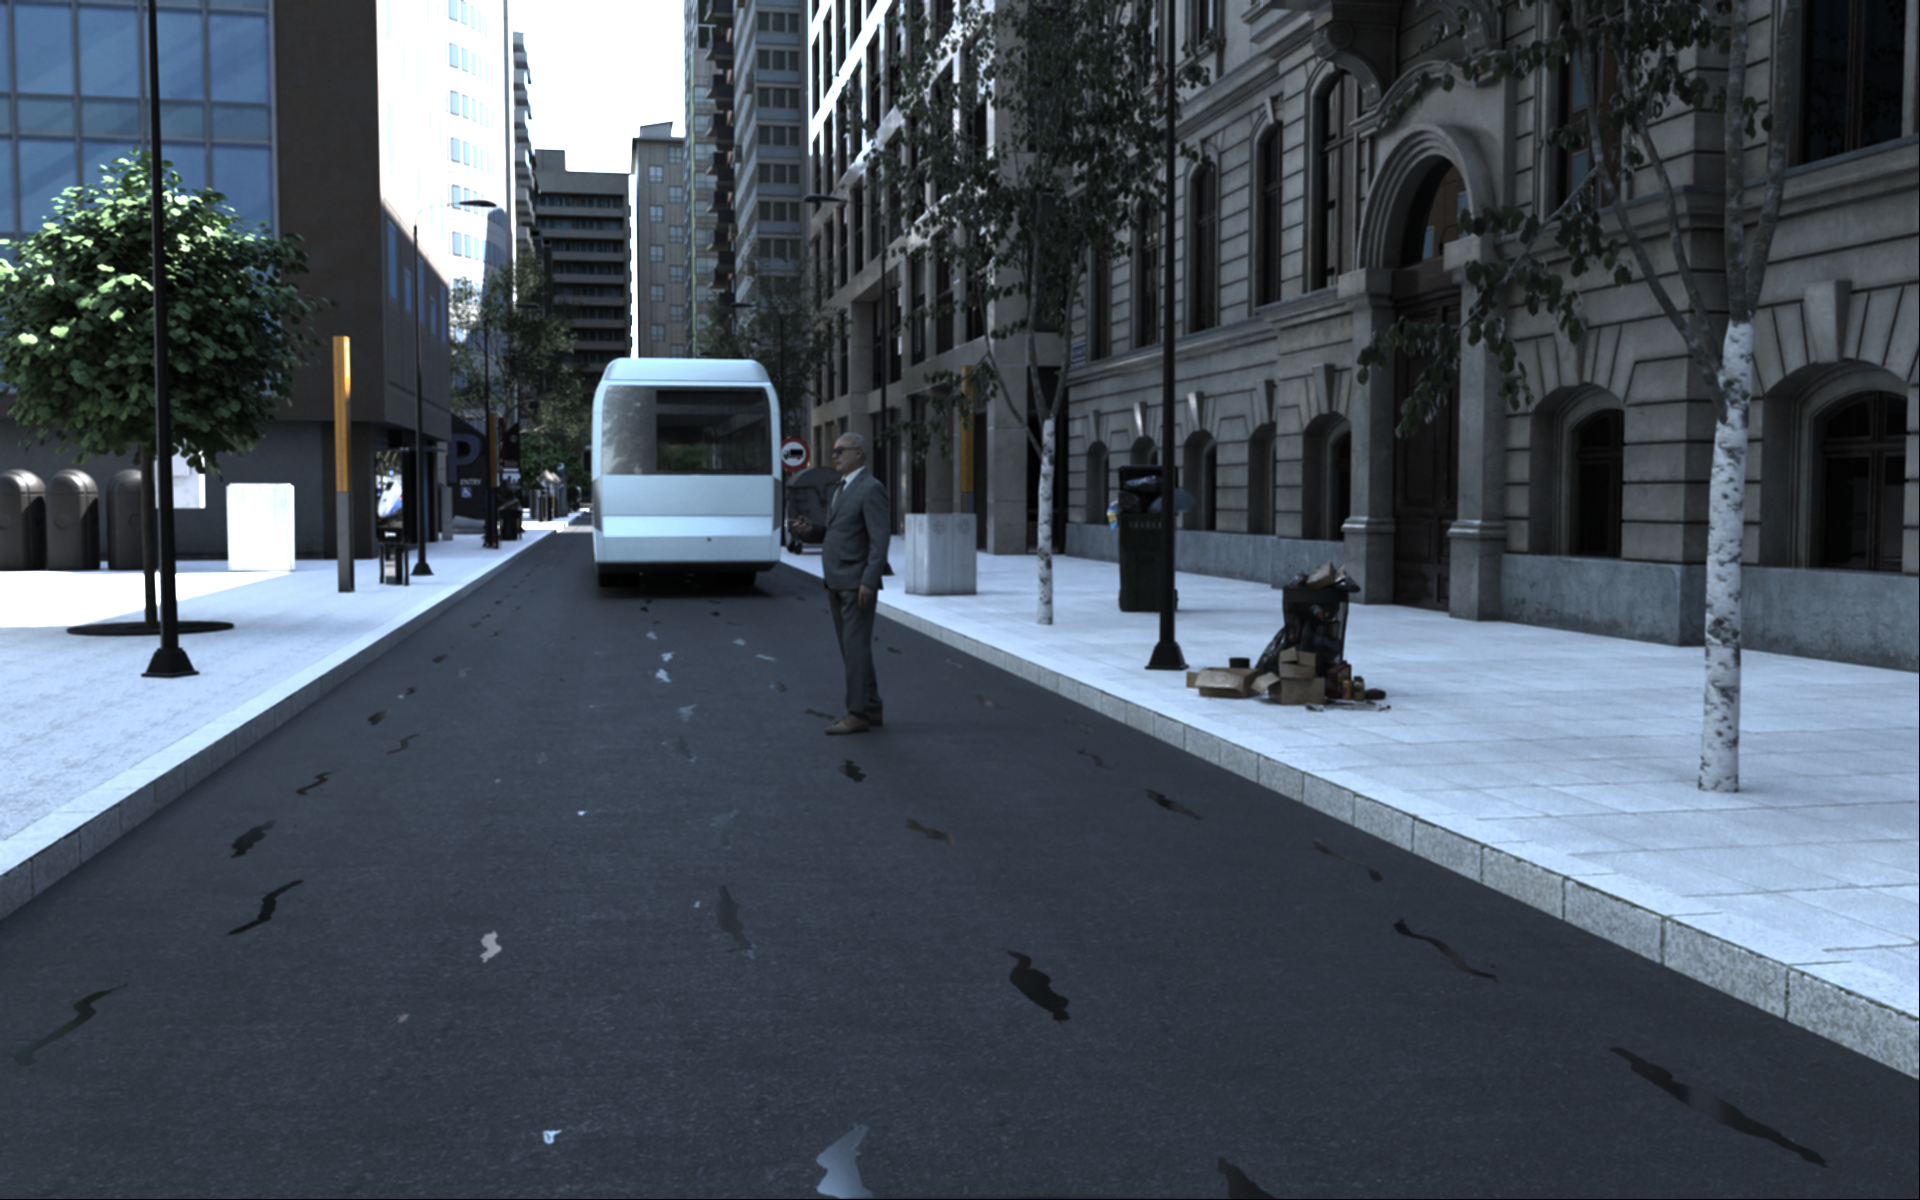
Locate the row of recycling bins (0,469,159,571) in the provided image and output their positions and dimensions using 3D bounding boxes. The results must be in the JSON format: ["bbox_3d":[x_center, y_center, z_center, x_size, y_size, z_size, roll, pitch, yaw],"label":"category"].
[{"bbox_3d":[-15.342,-1.349,29.170,3.534,1.692,1.069,0,4,-4],"label":"row of recycling bins"}]

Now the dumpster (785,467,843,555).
[{"bbox_3d":[-3.064,-1.932,37.350,1.264,1.857,1.865,-1,4,-11],"label":"dumpster"}]

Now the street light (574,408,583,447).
[{"bbox_3d":[-21.023,-7.329,92.371,1.470,5.913,1.316,-1,4,-11],"label":"street light"}]

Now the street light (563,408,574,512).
[{"bbox_3d":[-18.275,-6.442,77.862,1.470,5.913,1.316,-1,4,-11],"label":"street light"}]

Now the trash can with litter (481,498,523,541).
[{"bbox_3d":[-12.596,-2.217,47.628,1.055,1.170,0.624,-3,5,-42],"label":"trash can with litter"}]

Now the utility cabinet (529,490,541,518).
[{"bbox_3d":[-22.403,-5.062,91.447,0.318,1.500,1.173,-2,4,-33],"label":"utility cabinet"}]

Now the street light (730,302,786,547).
[{"bbox_3d":[-4.871,-4.262,42.232,1.470,5.913,1.316,-1,4,-11],"label":"street light"}]

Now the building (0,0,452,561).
[{"bbox_3d":[-19.300,-23.720,37.932,14.600,45.320,14.200,-1,4,-11],"label":"building"}]

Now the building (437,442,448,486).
[{"bbox_3d":[-34.996,-39.607,85.824,20.563,71.187,20.611,-1,4,-11],"label":"building"}]

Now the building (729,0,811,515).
[{"bbox_3d":[-0.865,-25.043,101.342,23.993,40.220,32.217,-1,4,-11],"label":"building"}]

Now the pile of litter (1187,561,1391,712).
[{"bbox_3d":[2.062,0.182,10.982,1.176,0.858,1.719,0,4,-5],"label":"pile of litter"}]

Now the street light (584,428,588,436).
[{"bbox_3d":[-23.955,-8.223,106.990,1.470,5.913,1.316,-1,4,-11],"label":"street light"}]

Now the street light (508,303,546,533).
[{"bbox_3d":[-10.945,-4.259,42.170,1.470,5.913,1.316,-1,4,-11],"label":"street light"}]

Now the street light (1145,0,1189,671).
[{"bbox_3d":[0.993,-2.442,12.474,1.470,5.913,1.316,-1,4,-11],"label":"street light"}]

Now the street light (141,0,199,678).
[{"bbox_3d":[-5.053,-2.424,12.170,1.470,5.913,1.316,-1,4,-11],"label":"street light"}]

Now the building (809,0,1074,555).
[{"bbox_3d":[6.788,-15.261,54.028,19.350,26.468,34.151,-1,4,-11],"label":"building"}]

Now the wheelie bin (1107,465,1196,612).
[{"bbox_3d":[2.086,-0.676,18.966,0.980,1.594,0.693,1,4,10],"label":"wheelie bin"}]

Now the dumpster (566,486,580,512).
[{"bbox_3d":[-28.750,-7.634,127.305,1.502,2.255,1.985,-1,4,-11],"label":"dumpster"}]

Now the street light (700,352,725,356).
[{"bbox_3d":[-7.795,-5.148,56.706,1.470,5.913,1.316,-1,4,-11],"label":"street light"}]

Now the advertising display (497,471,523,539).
[{"bbox_3d":[-12.811,-2.665,48.787,0.974,1.923,0.123,-3,4,-36],"label":"advertising display"}]

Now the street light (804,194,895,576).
[{"bbox_3d":[-1.733,-3.337,27.101,1.470,5.913,1.316,-1,4,-11],"label":"street light"}]

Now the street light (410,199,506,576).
[{"bbox_3d":[-7.976,-3.350,27.312,1.470,5.913,1.316,-1,4,-11],"label":"street light"}]

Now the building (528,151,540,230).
[{"bbox_3d":[-63.686,-33.847,208.023,28.867,44.769,22.147,-1,4,-11],"label":"building"}]

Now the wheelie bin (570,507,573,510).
[{"bbox_3d":[-31.606,-8.127,140.787,0.980,1.594,0.693,-2,4,-32],"label":"wheelie bin"}]

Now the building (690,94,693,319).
[{"bbox_3d":[-20.256,-32.300,178.208,14.600,45.320,14.200,-1,4,-11],"label":"building"}]

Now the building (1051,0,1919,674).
[{"bbox_3d":[10.559,-12.250,19.375,14.460,24.649,34.723,-1,4,-11],"label":"building"}]

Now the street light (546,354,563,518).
[{"bbox_3d":[-14.074,-5.193,57.447,1.470,5.913,1.316,-1,4,-11],"label":"street light"}]

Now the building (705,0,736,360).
[{"bbox_3d":[-8.310,-29.392,135.191,22.147,44.769,28.867,-1,4,-11],"label":"building"}]

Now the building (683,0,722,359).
[{"bbox_3d":[-25.737,-47.546,215.622,20.563,71.187,20.611,-1,4,-11],"label":"building"}]

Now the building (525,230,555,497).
[{"bbox_3d":[-51.110,-25.372,186.526,14.160,30.474,14.107,-1,4,-11],"label":"building"}]

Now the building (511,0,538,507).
[{"bbox_3d":[-51.720,-33.233,162.974,23.786,49.044,30.456,-1,4,-11],"label":"building"}]

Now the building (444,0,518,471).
[{"bbox_3d":[-42.242,-35.280,118.826,21.231,58.520,28.212,-1,4,-11],"label":"building"}]

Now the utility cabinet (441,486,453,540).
[{"bbox_3d":[-14.350,-2.434,48.474,0.318,1.500,1.173,-1,4,-17],"label":"utility cabinet"}]

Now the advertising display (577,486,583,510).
[{"bbox_3d":[-30.826,-8.221,139.630,0.974,1.923,0.123,2,4,28],"label":"advertising display"}]

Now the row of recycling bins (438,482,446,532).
[{"bbox_3d":[-18.940,-3.134,58.355,3.534,1.692,1.069,0,4,7],"label":"row of recycling bins"}]

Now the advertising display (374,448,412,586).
[{"bbox_3d":[-8.021,-1.179,24.496,0.123,1.923,0.974,-3,5,-41],"label":"advertising display"}]
